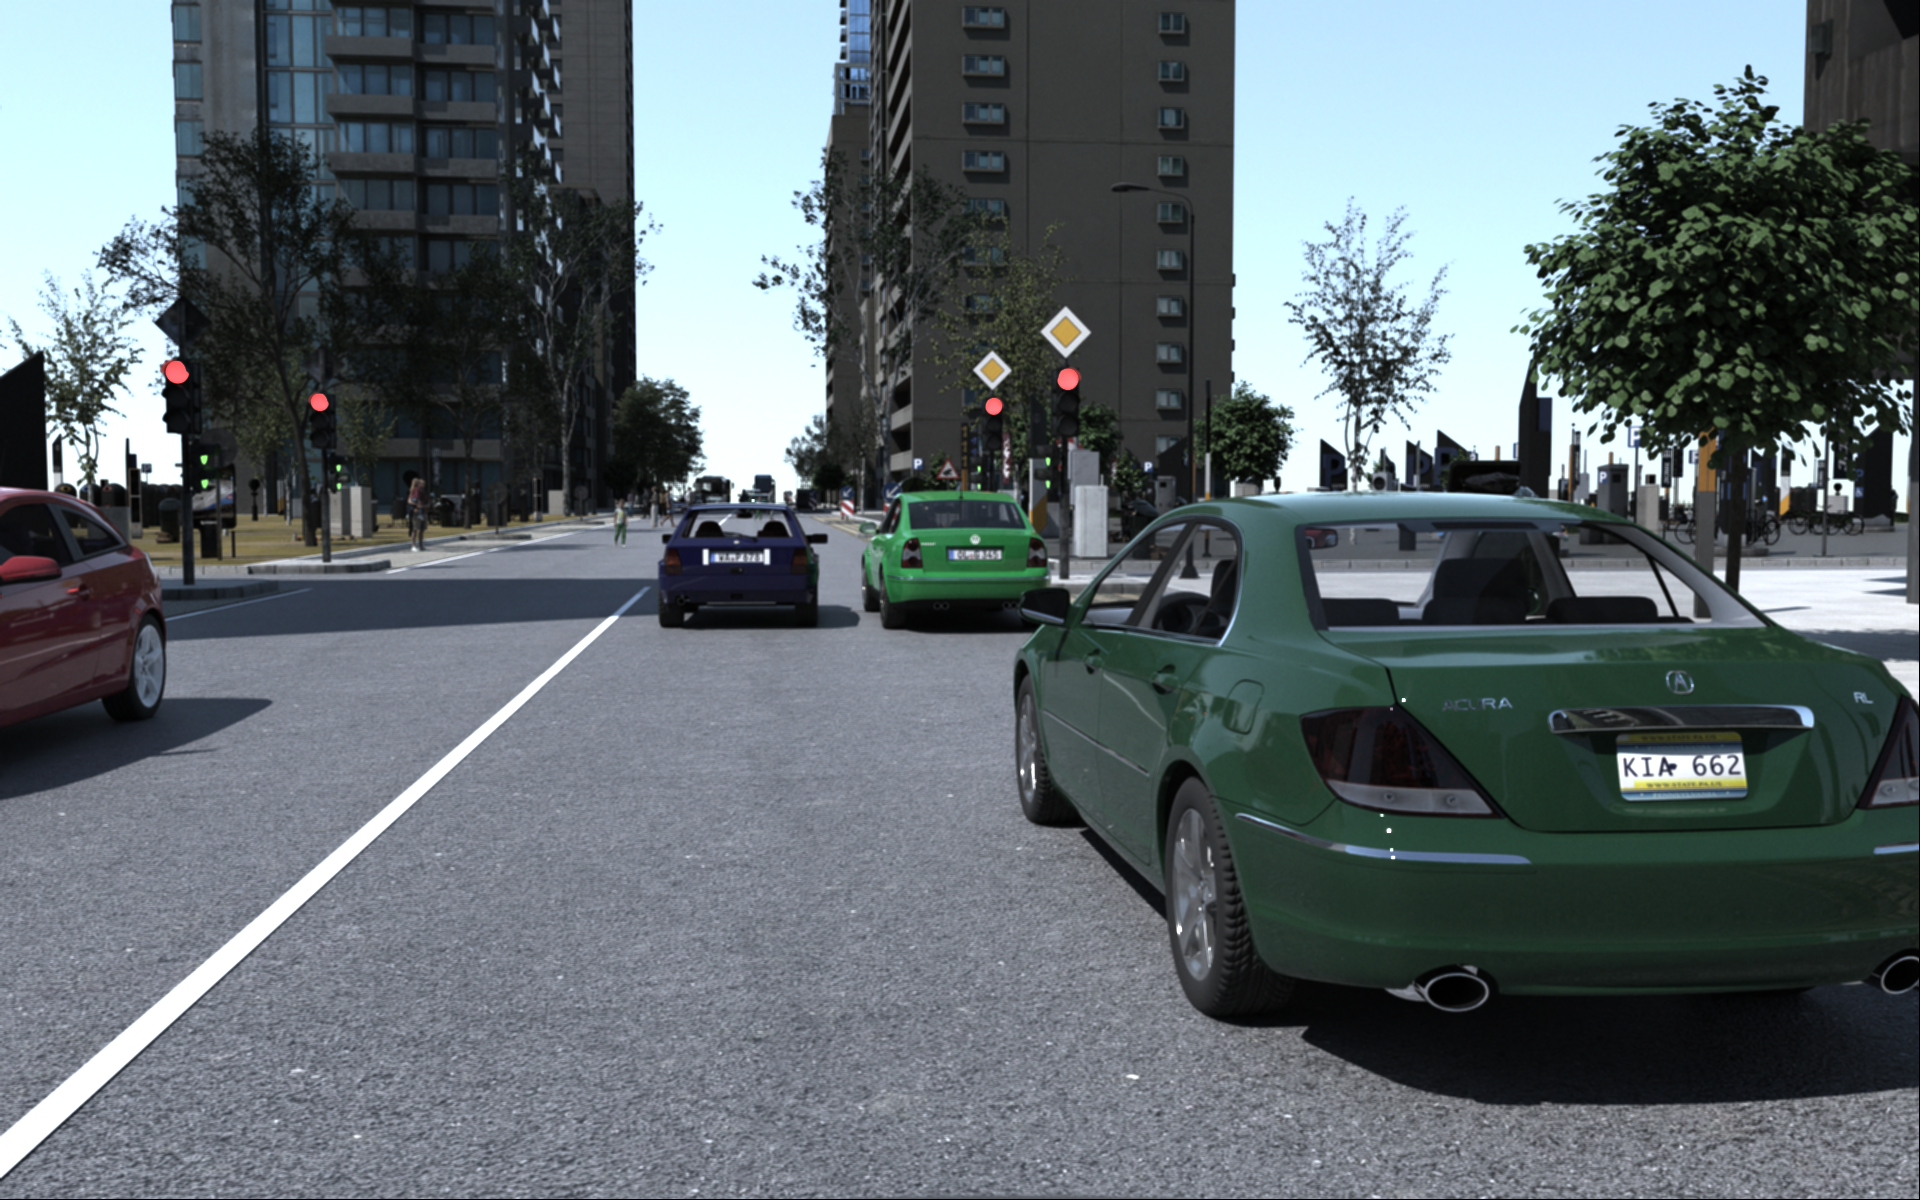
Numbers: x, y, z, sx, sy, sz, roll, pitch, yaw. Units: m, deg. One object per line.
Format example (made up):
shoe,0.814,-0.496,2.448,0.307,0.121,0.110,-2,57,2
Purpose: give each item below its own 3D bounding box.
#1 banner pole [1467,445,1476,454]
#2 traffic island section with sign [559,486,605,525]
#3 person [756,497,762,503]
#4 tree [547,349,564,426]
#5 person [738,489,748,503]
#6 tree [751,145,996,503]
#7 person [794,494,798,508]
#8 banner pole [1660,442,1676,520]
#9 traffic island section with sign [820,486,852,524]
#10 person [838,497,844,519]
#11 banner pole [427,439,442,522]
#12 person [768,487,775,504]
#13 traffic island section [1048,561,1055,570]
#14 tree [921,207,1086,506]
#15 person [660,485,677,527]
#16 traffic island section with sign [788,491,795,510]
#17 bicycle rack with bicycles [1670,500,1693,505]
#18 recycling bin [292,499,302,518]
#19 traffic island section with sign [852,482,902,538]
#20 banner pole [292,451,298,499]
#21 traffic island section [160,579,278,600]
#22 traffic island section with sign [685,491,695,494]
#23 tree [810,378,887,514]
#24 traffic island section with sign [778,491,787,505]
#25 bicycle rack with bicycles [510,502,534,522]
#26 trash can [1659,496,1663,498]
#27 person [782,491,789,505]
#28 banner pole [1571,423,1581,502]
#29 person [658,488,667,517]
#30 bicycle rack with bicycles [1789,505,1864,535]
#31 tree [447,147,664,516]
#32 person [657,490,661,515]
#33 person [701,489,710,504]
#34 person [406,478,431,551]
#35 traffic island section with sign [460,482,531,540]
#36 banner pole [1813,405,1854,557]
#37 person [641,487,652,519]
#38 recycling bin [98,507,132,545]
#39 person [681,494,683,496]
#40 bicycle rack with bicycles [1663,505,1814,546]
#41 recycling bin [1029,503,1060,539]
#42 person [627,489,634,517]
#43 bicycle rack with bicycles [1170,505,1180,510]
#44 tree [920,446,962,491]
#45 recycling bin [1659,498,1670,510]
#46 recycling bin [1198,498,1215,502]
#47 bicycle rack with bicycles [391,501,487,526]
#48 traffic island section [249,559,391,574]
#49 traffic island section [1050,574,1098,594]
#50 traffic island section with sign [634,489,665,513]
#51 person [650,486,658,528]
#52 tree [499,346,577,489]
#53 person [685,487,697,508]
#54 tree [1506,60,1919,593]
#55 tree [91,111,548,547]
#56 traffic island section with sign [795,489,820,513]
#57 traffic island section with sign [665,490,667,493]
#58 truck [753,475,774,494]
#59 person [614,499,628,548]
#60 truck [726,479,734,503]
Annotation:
banner pole,26.128,-6.032,88.645,0.863,3.779,0.401,-2,4,-25
traffic island section with sign,-17.690,-4.429,81.036,1.989,1.847,2.006,0,4,-7
person,-10.415,-4.698,89.567,0.590,1.304,0.306,2,4,35
tree,-17.931,-7.918,63.867,8.767,10.594,7.601,3,5,40
person,-16.874,-7.744,135.107,0.705,1.826,1.348,1,4,23
tree,-4.769,-14.605,94.684,12.611,20.169,13.585,0,3,0
person,-16.667,-10.289,177.657,0.756,1.711,0.436,-3,4,-36
banner pole,33.738,-5.644,82.299,0.863,3.779,0.401,1,4,13
traffic island section with sign,-5.577,-4.577,83.468,1.989,1.847,2.006,0,4,-7
person,-6.630,-5.175,97.376,0.475,1.303,0.640,-2,4,-23
banner pole,-24.017,-5.445,79.044,0.401,3.779,0.863,3,5,41
person,-10.235,-5.244,94.335,0.391,1.810,0.635,0,4,2
traffic island section,0.647,-0.717,33.999,2.009,0.180,2.903,0,4,-7
tree,1.337,-5.731,44.069,4.737,8.622,4.395,0,3,0
person,-12.740,-4.103,75.677,0.778,1.811,0.616,1,4,9
traffic island section with sign,-14.559,-9.198,159.021,1.989,1.847,2.006,0,4,-7
bicycle rack with bicycles,46.596,-5.968,110.954,2.925,0.926,2.852,1,4,16
recycling bin,-35.377,-4.872,92.205,0.722,1.027,0.722,-2,4,-27
traffic island section with sign,-2.384,-2.940,56.702,1.989,1.847,2.006,0,4,-7
banner pole,-38.998,-6.824,101.588,0.401,3.779,0.863,-3,5,-43
traffic island section,-10.963,-0.141,24.586,2.009,0.180,2.903,0,4,-7
traffic island section with sign,-33.348,-12.476,212.602,1.989,1.847,2.006,0,4,-7
tree,-6.289,-9.678,108.604,4.360,8.622,3.978,0,3,0
traffic island section with sign,-24.437,-14.277,242.056,1.989,1.847,2.006,0,4,-7
bicycle rack with bicycles,-21.450,-4.176,81.657,2.925,0.926,2.852,-1,4,-14
trash can,46.457,-6.334,115.210,0.748,1.137,0.748,0,3,0
person,-18.157,-10.458,180.012,0.750,1.759,0.617,0,4,-1
banner pole,21.533,-4.320,60.642,0.401,3.779,0.863,0,4,-4
person,-18.806,-6.182,109.664,1.348,1.812,0.705,0,4,4
bicycle rack with bicycles,27.337,-2.542,54.944,2.852,0.926,2.925,-2,4,-30
tree,-23.683,-14.780,97.537,12.611,20.169,13.585,0,3,0
person,-20.916,-6.797,120.355,0.721,1.735,1.217,3,5,43
person,-20.258,-7.885,137.424,0.705,1.824,1.348,1,4,20
person,-13.539,-2.129,43.291,0.573,1.828,0.580,0,4,-5
traffic island section with sign,-14.514,-2.791,54.268,1.989,1.847,2.006,0,4,-7
banner pole,17.975,-2.783,35.525,0.863,3.779,0.401,-1,4,-13
person,-18.114,-5.608,100.158,0.822,1.834,0.622,-3,4,-36
recycling bin,-16.564,-1.296,33.745,0.722,1.027,0.722,-1,4,-21
person,-31.503,-11.301,196.499,0.991,1.433,0.599,1,4,11
bicycle rack with bicycles,19.307,-1.860,43.786,2.925,0.926,2.852,0,4,-5
recycling bin,2.453,-2.309,50.311,0.722,1.027,0.722,-1,4,-21
person,-20.417,-5.995,107.351,0.643,1.720,0.563,-2,4,-35
bicycle rack with bicycles,8.331,-2.785,58.922,2.852,0.926,2.925,0,4,2
tree,-0.871,-4.519,68.482,1.663,3.219,1.824,0,3,0
recycling bin,40.639,-5.373,100.398,0.722,1.027,0.722,-3,5,-43
recycling bin,14.819,-5.602,104.153,0.722,1.027,0.722,-2,4,-31
bicycle rack with bicycles,-21.601,-3.527,71.042,2.925,0.926,2.852,1,4,21
traffic island section,-11.907,-0.626,32.516,2.009,0.180,2.903,0,4,-7
traffic island section,1.591,-0.232,26.070,2.009,0.180,2.903,0,4,-7
traffic island section with sign,-23.738,-7.538,131.878,1.989,1.847,2.006,0,4,-7
person,-13.064,-3.968,73.927,0.362,1.759,0.519,0,4,3
tree,-21.069,-8.319,86.384,4.360,8.622,3.978,0,3,0
person,-15.179,-5.455,97.782,0.679,1.850,0.850,-1,4,-17
tree,5.958,-1.801,13.167,4.285,4.588,4.351,0,3,0
tree,-16.153,-6.602,42.350,7.601,10.594,8.767,3,4,39
traffic island section with sign,-11.378,-7.561,132.253,1.989,1.847,2.006,0,4,-7
traffic island section with sign,-26.930,-9.175,158.644,1.989,1.847,2.006,0,4,-7
truck,-26.807,-15.035,235.578,2.967,4.110,18.799,0,4,-6
person,-9.122,-2.066,46.525,0.306,1.304,0.590,-2,4,-35
truck,-31.244,-14.064,225.862,3.469,3.379,9.791,0,4,-8
